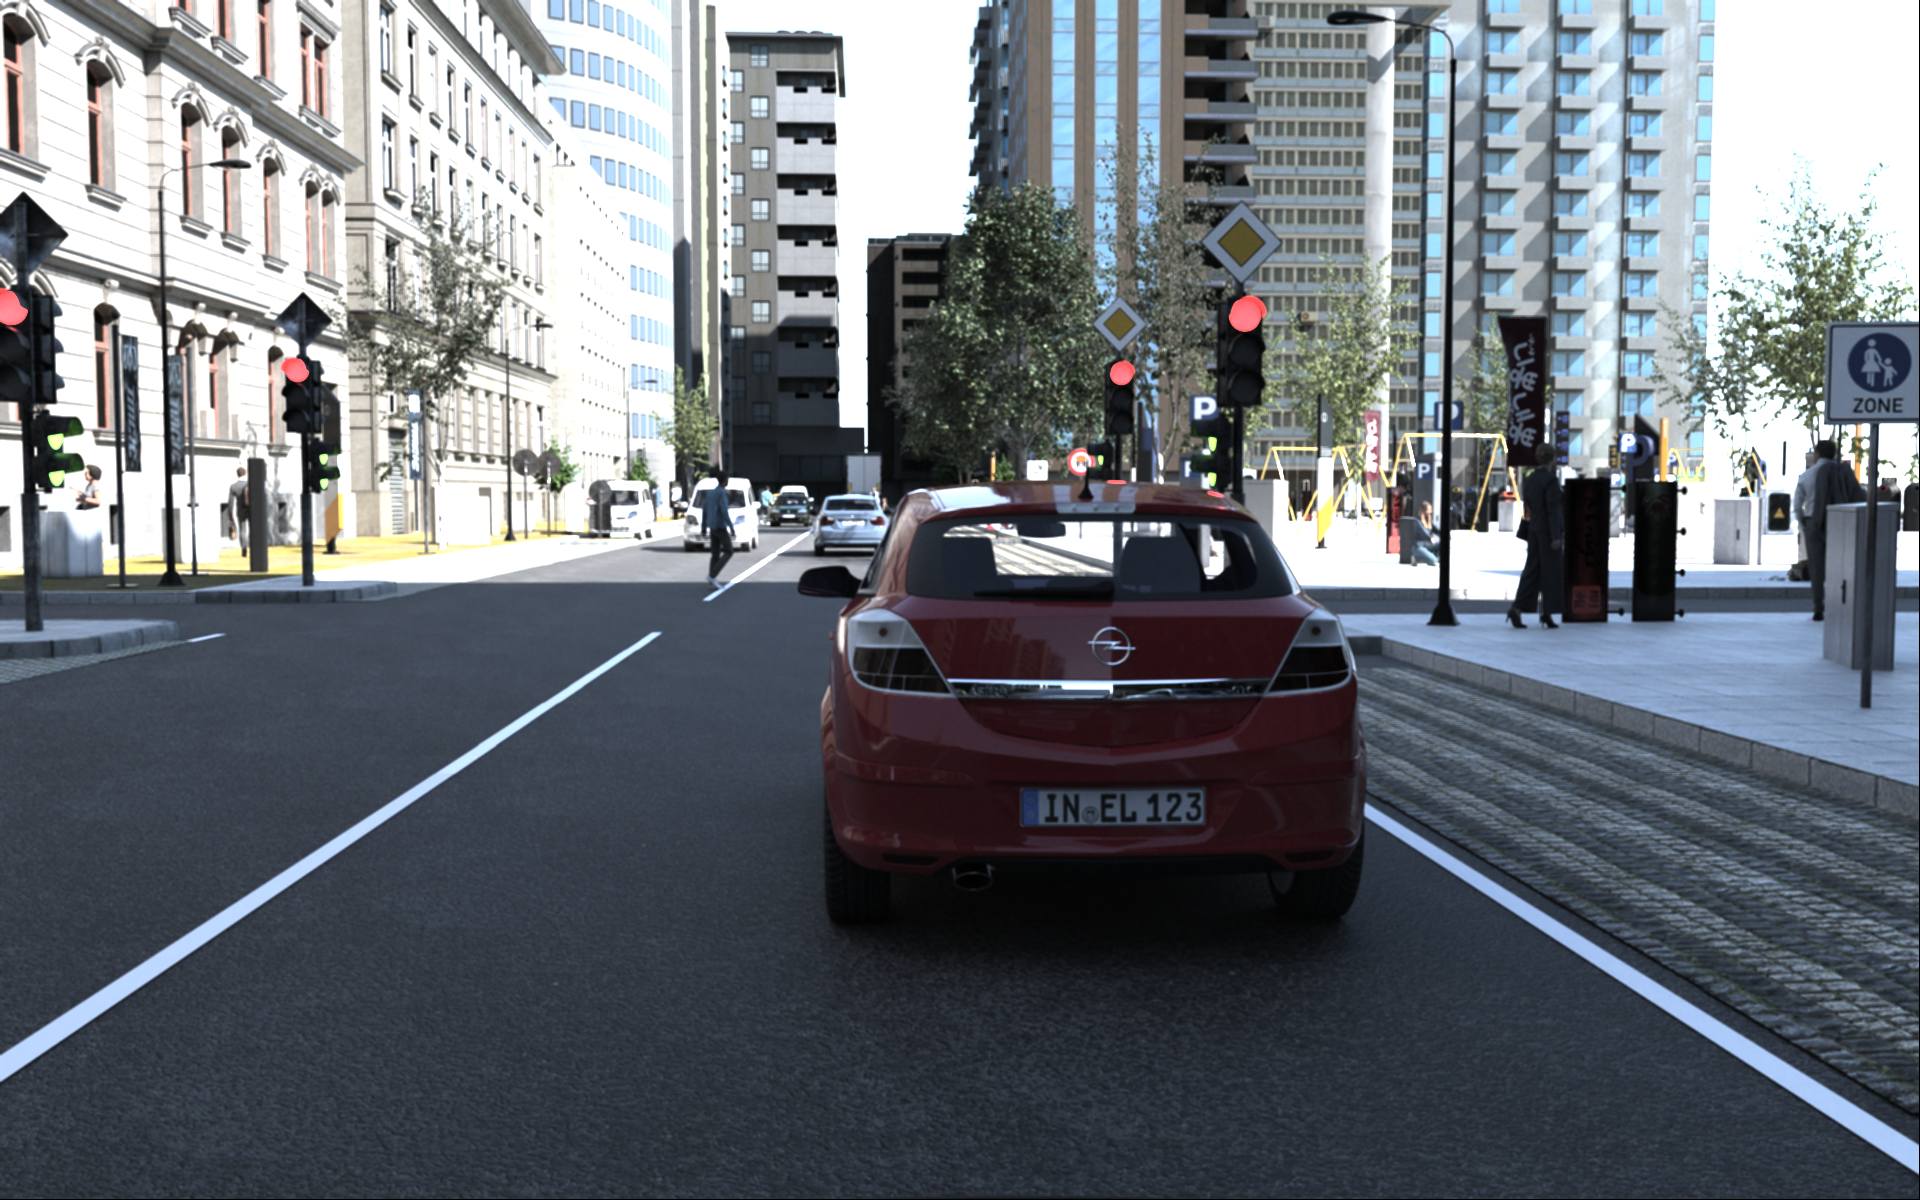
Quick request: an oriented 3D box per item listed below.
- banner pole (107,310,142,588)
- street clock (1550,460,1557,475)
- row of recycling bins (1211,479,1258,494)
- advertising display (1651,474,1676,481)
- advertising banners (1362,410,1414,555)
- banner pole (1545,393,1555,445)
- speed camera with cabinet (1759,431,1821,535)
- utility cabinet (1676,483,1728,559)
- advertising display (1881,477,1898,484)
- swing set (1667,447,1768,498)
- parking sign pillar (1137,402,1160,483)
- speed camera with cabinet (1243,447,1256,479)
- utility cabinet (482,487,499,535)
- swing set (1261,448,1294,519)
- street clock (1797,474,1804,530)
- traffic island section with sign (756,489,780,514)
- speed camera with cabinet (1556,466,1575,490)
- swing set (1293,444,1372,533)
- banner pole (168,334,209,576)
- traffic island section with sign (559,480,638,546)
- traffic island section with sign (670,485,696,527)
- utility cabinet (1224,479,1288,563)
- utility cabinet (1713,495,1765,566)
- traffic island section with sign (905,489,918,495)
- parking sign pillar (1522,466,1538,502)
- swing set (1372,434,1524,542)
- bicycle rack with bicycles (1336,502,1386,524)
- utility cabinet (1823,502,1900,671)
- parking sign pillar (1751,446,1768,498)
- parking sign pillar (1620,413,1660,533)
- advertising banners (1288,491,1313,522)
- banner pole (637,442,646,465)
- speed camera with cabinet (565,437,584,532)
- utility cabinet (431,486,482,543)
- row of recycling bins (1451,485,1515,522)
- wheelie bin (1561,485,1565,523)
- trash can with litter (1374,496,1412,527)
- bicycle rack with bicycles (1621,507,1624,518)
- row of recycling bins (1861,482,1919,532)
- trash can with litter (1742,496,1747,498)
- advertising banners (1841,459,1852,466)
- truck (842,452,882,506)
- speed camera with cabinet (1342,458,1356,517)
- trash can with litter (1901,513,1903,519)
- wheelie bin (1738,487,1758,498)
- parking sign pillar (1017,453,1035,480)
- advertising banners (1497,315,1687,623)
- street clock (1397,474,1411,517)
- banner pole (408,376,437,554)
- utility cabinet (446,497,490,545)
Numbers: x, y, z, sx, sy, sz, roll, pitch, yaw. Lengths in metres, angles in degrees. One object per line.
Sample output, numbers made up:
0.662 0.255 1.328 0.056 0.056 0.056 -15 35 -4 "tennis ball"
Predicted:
-11.503 -2.073 23.916 0.401 3.779 0.863 0 4 1 "banner pole"
12.636 -1.991 37.115 0.358 2.002 0.471 1 4 15 "street clock"
7.598 -2.485 47.736 1.069 1.692 3.534 -1 4 -11 "row of recycling bins"
22.483 -3.068 55.381 0.974 1.923 0.123 -2 4 -26 "advertising display"
9.272 -2.484 36.807 2.074 3.025 0.090 -2 4 -33 "advertising banners"
14.527 -3.228 42.798 0.401 3.779 0.863 3 4 37 "banner pole"
26.284 -3.675 54.419 2.038 3.252 0.660 1 4 9 "speed camera with cabinet"
14.415 -1.548 33.987 1.173 1.500 0.318 0 4 -5 "utility cabinet"
34.665 -3.635 64.651 0.974 1.923 0.123 -2 4 -34 "advertising display"
25.090 -3.745 58.844 2.862 2.851 3.119 -1 4 -18 "swing set"
5.557 -3.835 51.171 1.447 3.967 1.447 1 4 17 "parking sign pillar"
9.846 -4.235 63.581 2.038 3.252 0.660 -1 4 -20 "speed camera with cabinet"
-14.949 -2.780 54.128 1.173 1.500 0.318 2 4 28 "utility cabinet"
11.852 -3.754 58.993 3.119 2.851 2.862 -2 4 -27 "swing set"
30.232 -3.528 62.260 0.358 2.002 0.471 1 4 18 "street clock"
-14.317 -7.179 126.010 1.989 1.847 2.006 0 4 -3 "traffic island section with sign"
22.239 -4.133 61.913 2.038 3.252 0.660 0 4 -1 "speed camera with cabinet"
12.574 -3.530 55.340 2.862 2.851 3.119 0 4 -5 "swing set"
-12.281 -2.284 27.356 0.863 3.779 0.401 2 4 31 "banner pole"
-10.144 -2.458 48.824 1.989 1.847 2.006 0 4 -3 "traffic island section with sign"
-11.602 -4.115 75.906 1.989 1.847 2.006 0 4 -3 "traffic island section with sign"
4.581 -1.110 26.829 0.318 1.500 1.173 -2 4 -31 "utility cabinet"
14.087 -1.236 31.372 0.306 1.237 1.020 -1 4 -12 "utility cabinet"
-4.660 -8.853 153.373 1.989 1.847 2.006 0 4 -3 "traffic island section with sign"
25.079 -5.364 76.170 1.447 3.967 1.447 0 4 6 "parking sign pillar"
13.053 -2.933 45.570 3.119 2.851 2.862 -1 4 -15 "swing set"
17.659 -3.813 75.723 2.852 0.926 2.925 -3 5 -45 "bicycle rack with bicycles"
6.776 -0.116 13.065 0.306 1.237 1.020 1 4 16 "utility cabinet"
44.556 -6.612 96.578 1.447 3.967 1.447 -3 5 -43 "parking sign pillar"
22.532 -4.190 56.982 1.447 3.967 1.447 -1 4 -18 "parking sign pillar"
16.074 -5.136 80.163 2.074 3.025 0.090 3 5 40 "advertising banners"
-15.463 -5.763 84.235 0.401 3.779 0.863 -3 5 -45 "banner pole"
-13.236 -3.979 59.384 0.660 3.252 2.038 -1 4 -12 "speed camera with cabinet"
-13.168 -2.233 45.181 1.173 1.500 0.318 -3 5 -40 "utility cabinet"
24.163 -4.471 80.216 1.069 1.692 3.534 -3 4 -38 "row of recycling bins"
21.397 -3.236 60.820 0.693 1.594 0.980 -2 4 -34 "wheelie bin"
17.401 -3.476 67.896 2.233 1.210 1.678 2 4 28 "trash can with litter"
35.646 -5.018 95.431 2.925 0.926 2.852 1 4 14 "bicycle rack with bicycles"
31.528 -3.223 59.804 1.069 1.692 3.534 -3 5 -44 "row of recycling bins"
28.043 -3.112 61.944 1.678 1.210 2.233 1 4 10 "trash can with litter"
45.110 -5.533 86.651 2.074 3.025 0.090 0 4 4 "advertising banners"
-6.869 -8.162 122.362 2.839 4.237 11.283 0 4 -4 "truck"
21.405 -6.160 95.050 0.660 3.252 2.038 0 4 5 "speed camera with cabinet"
48.978 -4.772 89.405 1.055 1.170 0.624 -2 4 -27 "trash can with litter"
36.995 -4.494 81.387 0.693 1.594 0.980 -3 5 -42 "wheelie bin"
2.747 -5.164 72.903 1.447 3.967 1.447 -1 4 -13 "parking sign pillar"
6.278 -1.287 17.236 2.074 3.025 0.090 -1 4 -10 "advertising banners"
15.977 -3.543 62.491 0.358 2.002 0.471 -1 4 -15 "street clock"
-11.459 -2.857 36.721 0.401 3.779 0.863 1 4 13 "banner pole"
-12.411 -1.989 43.685 1.020 1.237 0.306 0 4 -7 "utility cabinet"
